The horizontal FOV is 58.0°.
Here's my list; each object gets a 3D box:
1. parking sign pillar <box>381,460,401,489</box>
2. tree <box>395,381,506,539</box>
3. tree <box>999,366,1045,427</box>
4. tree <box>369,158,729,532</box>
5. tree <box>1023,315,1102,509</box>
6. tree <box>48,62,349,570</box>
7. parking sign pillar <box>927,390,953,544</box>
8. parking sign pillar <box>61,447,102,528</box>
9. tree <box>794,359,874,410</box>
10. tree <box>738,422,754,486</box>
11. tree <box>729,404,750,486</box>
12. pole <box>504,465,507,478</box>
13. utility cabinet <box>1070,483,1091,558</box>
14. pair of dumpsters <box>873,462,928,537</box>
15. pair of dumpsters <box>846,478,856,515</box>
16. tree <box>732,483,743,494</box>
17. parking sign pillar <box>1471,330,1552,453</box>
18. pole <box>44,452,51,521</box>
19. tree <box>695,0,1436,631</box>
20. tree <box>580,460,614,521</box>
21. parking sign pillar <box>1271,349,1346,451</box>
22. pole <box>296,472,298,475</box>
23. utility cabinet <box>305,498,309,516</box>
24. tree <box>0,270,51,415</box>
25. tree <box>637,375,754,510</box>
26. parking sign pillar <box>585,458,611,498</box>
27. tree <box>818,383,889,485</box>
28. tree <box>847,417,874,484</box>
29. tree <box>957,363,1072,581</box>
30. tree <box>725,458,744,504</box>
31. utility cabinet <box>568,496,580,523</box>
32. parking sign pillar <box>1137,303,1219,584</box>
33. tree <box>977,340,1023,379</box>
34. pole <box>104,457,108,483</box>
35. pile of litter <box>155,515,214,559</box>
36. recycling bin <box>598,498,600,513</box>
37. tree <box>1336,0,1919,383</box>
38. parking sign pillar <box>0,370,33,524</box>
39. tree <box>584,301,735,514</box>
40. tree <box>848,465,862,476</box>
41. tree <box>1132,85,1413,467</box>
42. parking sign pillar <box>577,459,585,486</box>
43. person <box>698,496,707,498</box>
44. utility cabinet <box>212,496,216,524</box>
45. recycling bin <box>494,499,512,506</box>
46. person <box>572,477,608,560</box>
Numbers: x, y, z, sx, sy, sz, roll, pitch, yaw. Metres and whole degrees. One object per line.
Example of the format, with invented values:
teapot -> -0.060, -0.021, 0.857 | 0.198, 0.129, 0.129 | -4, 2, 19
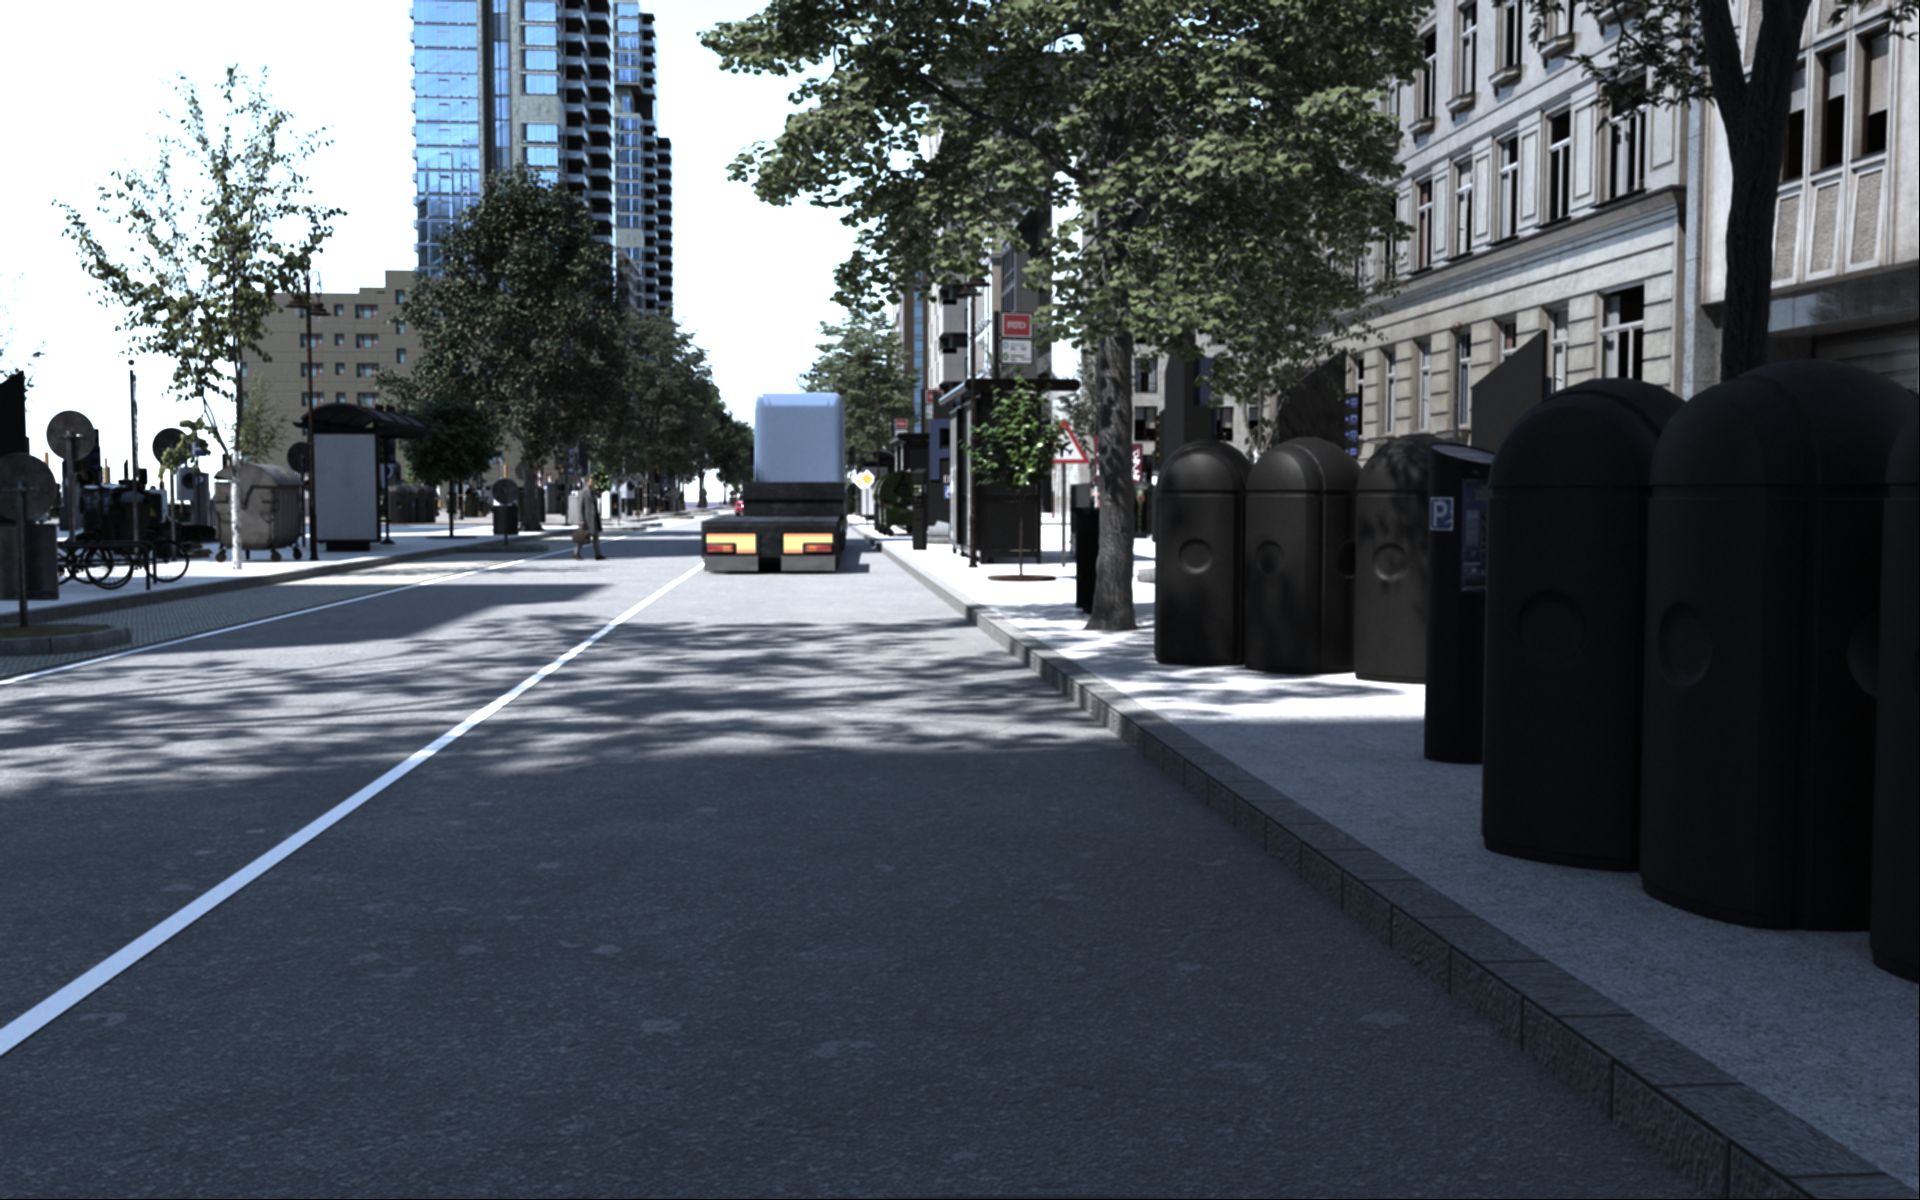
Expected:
parking sign pillar -> -35.504, -7.318, 108.118 | 1.447, 3.967, 1.447 | 2, 4, 31
tree -> -14.933, -4.080, 50.420 | 4.285, 4.588, 4.351 | 0, 3, 0
tree -> 2.808, -9.184, 100.518 | 4.737, 8.622, 4.395 | 0, 3, 0
tree -> -14.900, -8.710, 59.414 | 9.611, 12.733, 9.660 | 0, 3, 0
tree -> 5.199, -7.235, 68.647 | 4.360, 8.622, 3.978 | 0, 3, 0
tree -> -12.509, -4.819, 29.149 | 4.737, 8.622, 4.395 | 0, 3, 0
parking sign pillar -> -0.167, -3.439, 44.694 | 1.447, 3.967, 1.447 | 2, 4, 29
parking sign pillar -> -33.564, -4.754, 66.193 | 1.447, 3.967, 1.447 | -1, 4, -13
tree -> -14.065, -22.166, 218.307 | 12.611, 20.169, 13.585 | 0, 3, 0
tree -> -37.572, -24.571, 308.396 | 9.857, 13.997, 8.962 | 0, 3, 0
tree -> -24.987, -15.236, 166.115 | 9.611, 12.733, 9.660 | 0, 3, 0
pole -> -31.361, -7.689, 119.552 | 0.158, 3.312, 0.155 | 0, 3, 0
utility cabinet -> 2.394, -1.590, 34.676 | 0.318, 1.500, 1.173 | 0, 4, -1
pair of dumpsters -> -1.860, -3.159, 54.151 | 1.574, 2.255, 4.437 | 0, 4, -5
pair of dumpsters -> -6.534, -6.518, 109.069 | 1.574, 2.255, 4.437 | 0, 4, -5
tree -> -33.351, -16.165, 258.899 | 1.663, 3.219, 1.824 | 0, 3, 0
parking sign pillar -> 9.253, -2.483, 29.067 | 1.447, 3.967, 1.447 | -3, 5, -43
pole -> -44.084, -5.494, 83.663 | 0.158, 3.312, 0.155 | 0, 3, 0
tree -> 1.358, -6.015, 16.466 | 7.486, 12.596, 7.792 | 0, 3, 0
tree -> -17.352, -5.472, 84.061 | 1.663, 3.219, 1.824 | 0, 3, 0
parking sign pillar -> 6.458, -2.672, 32.163 | 1.447, 3.967, 1.447 | -1, 4, -12
pole -> -50.341, -8.427, 131.630 | 0.158, 3.312, 0.155 | 0, 3, 0
utility cabinet -> -37.116, -5.445, 97.706 | 0.318, 1.500, 1.173 | 0, 4, 8
tree -> -30.037, -6.262, 52.754 | 4.360, 8.622, 3.978 | 0, 3, 0
tree -> -23.221, -13.324, 143.606 | 9.928, 11.665, 9.643 | 0, 3, 0
parking sign pillar -> -25.856, -8.345, 124.910 | 1.447, 3.967, 1.447 | 0, 4, 8
tree -> -11.102, -15.964, 171.382 | 12.009, 13.543, 11.850 | 0, 3, 0
tree -> -7.544, -11.115, 132.086 | 4.737, 8.622, 4.395 | 0, 3, 0
tree -> 0.779, -1.910, 25.825 | 1.663, 3.219, 1.824 | 0, 3, 0
tree -> -30.374, -16.940, 227.325 | 4.360, 8.622, 3.978 | 0, 3, 0
utility cabinet -> -16.718, -3.984, 76.301 | 1.020, 1.237, 0.306 | 0, 4, -6
parking sign pillar -> 3.306, -2.244, 25.158 | 1.447, 3.967, 1.447 | 0, 4, -5
tree -> 1.816, -7.905, 79.616 | 4.360, 8.622, 3.978 | 0, 3, 0
pole -> -47.552, -6.280, 96.522 | 0.158, 3.312, 0.155 | 0, 3, 0
pile of litter -> -15.751, -1.296, 35.161 | 1.176, 0.858, 1.719 | 0, 3, 0
recycling bin -> -22.100, -5.758, 106.690 | 0.722, 1.027, 0.722 | 3, 5, 40
tree -> 2.918, -4.421, 6.704 | 7.601, 10.594, 8.767 | -3, 5, -40
parking sign pillar -> -20.961, -3.007, 37.632 | 1.447, 3.967, 1.447 | -1, 4, -15
tree -> -20.406, -12.638, 113.284 | 9.857, 13.997, 8.962 | 0, 3, 0
tree -> -18.095, -19.727, 248.297 | 9.928, 11.665, 9.643 | 0, 3, 0
tree -> 5.254, -4.816, 29.107 | 4.360, 8.622, 3.978 | 0, 3, 0
parking sign pillar -> -29.501, -8.991, 135.474 | 1.447, 3.967, 1.447 | 1, 4, 9
person -> -34.062, -13.451, 229.152 | 1.217, 1.736, 0.721 | -1, 4, -9
utility cabinet -> -31.952, -3.926, 75.347 | 1.020, 1.237, 0.306 | -2, 4, -29
recycling bin -> -23.473, -4.672, 88.944 | 0.722, 1.027, 0.722 | -3, 5, -39
person -> -8.045, -1.775, 37.620 | 0.767, 1.812, 0.694 | 2, 4, 24
